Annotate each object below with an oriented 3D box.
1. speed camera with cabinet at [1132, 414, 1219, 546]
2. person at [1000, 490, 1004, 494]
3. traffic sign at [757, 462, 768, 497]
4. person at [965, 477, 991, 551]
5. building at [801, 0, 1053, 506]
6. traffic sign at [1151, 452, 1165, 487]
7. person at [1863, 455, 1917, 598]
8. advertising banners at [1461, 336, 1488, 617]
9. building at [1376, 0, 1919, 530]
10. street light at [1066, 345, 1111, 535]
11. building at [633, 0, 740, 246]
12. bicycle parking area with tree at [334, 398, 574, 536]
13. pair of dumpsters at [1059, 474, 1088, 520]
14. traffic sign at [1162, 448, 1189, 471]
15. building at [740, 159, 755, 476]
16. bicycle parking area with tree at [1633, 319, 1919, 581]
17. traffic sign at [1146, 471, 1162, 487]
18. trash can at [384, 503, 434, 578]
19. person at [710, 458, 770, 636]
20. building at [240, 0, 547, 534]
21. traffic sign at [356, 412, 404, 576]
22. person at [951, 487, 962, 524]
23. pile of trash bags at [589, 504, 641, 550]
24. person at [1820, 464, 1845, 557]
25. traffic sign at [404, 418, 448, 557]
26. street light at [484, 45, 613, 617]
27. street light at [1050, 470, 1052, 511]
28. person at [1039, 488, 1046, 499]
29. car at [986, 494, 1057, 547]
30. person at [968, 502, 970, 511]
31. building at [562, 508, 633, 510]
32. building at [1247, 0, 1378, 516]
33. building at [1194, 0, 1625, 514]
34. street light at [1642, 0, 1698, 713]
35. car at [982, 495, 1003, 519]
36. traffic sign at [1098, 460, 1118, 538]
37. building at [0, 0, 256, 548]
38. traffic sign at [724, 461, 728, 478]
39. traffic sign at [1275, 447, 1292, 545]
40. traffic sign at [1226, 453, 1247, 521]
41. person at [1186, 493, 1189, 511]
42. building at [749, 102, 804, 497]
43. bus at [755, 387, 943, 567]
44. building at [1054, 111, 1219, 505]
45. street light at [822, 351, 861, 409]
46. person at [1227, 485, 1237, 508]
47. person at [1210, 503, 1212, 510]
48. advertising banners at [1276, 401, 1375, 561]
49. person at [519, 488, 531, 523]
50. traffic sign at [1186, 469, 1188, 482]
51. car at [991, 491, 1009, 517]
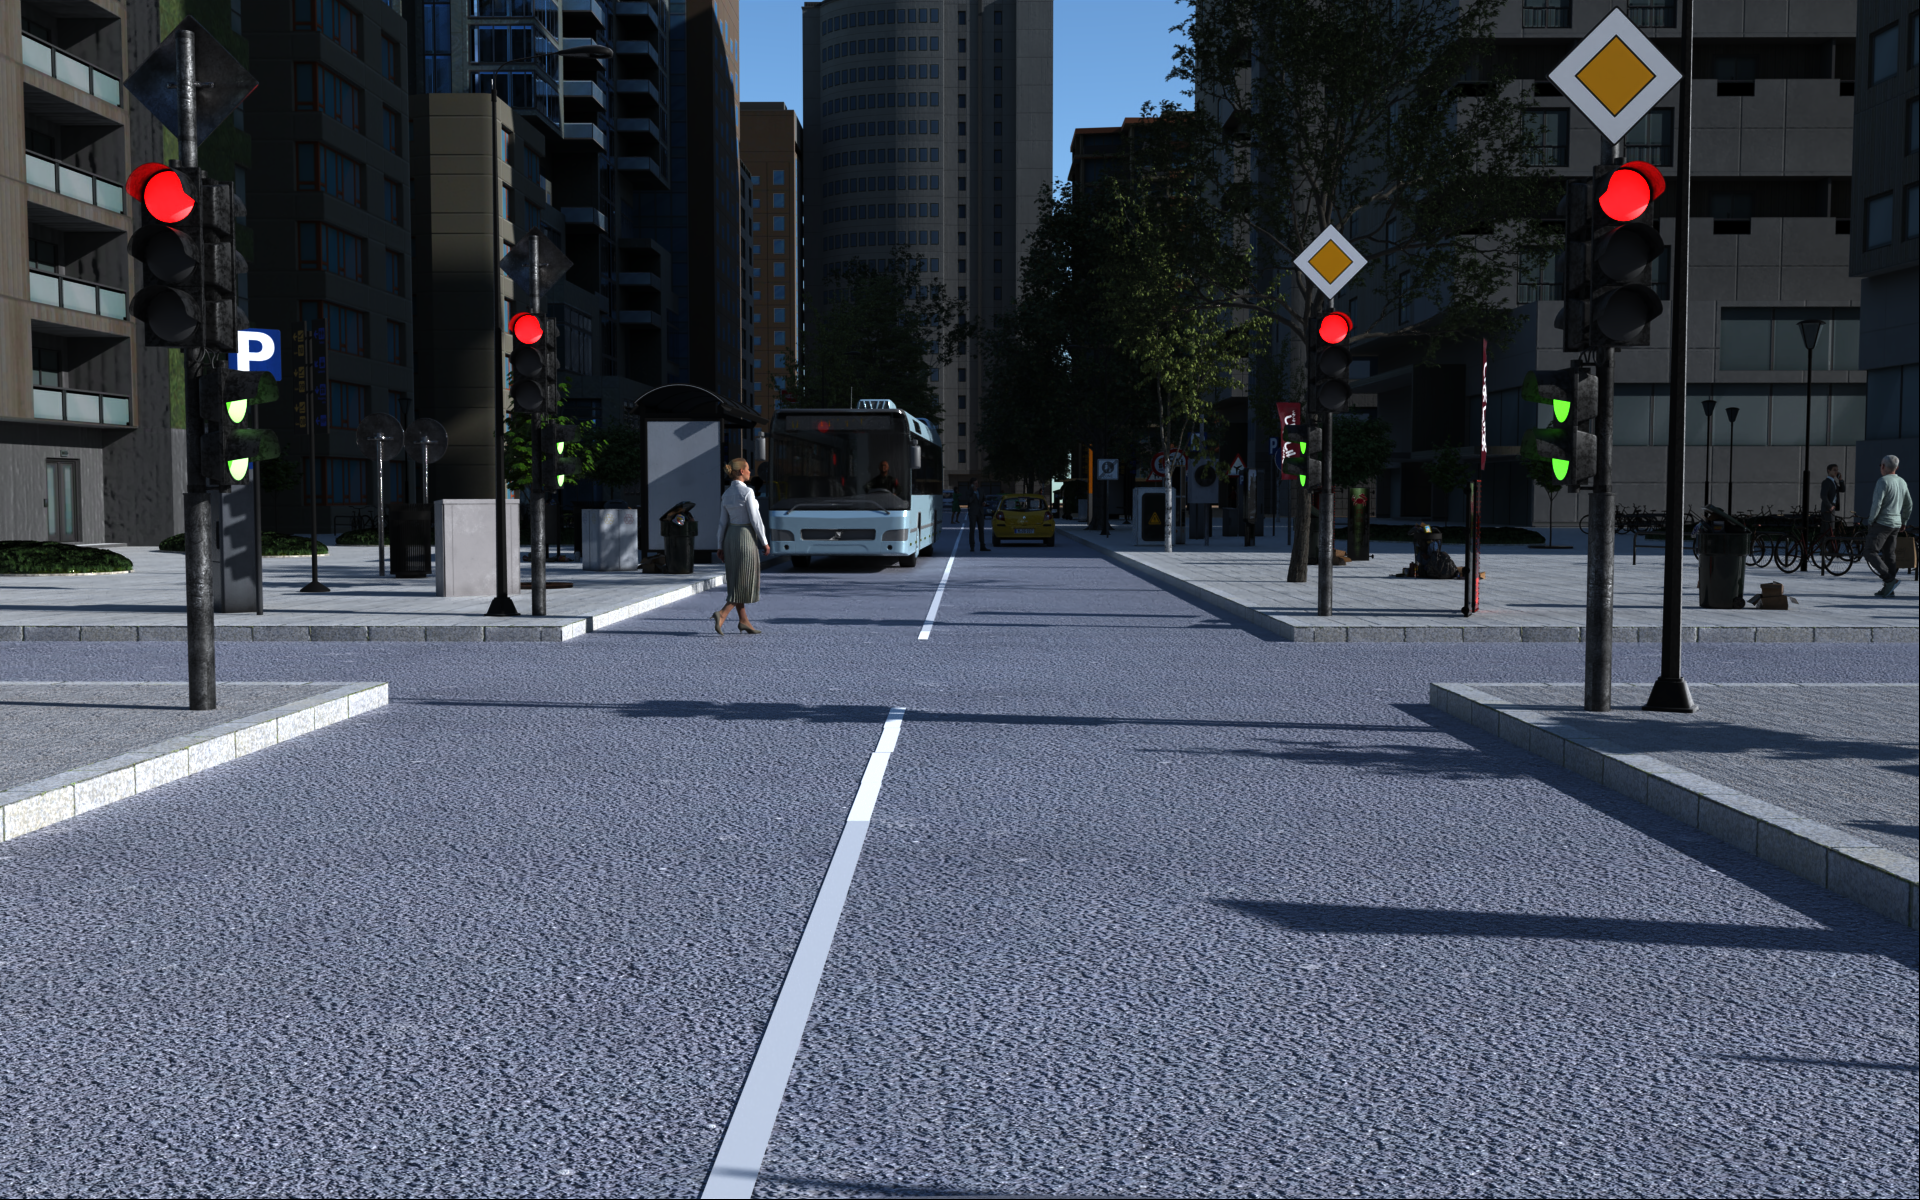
[{"bbox_3d":[5.321,-2.962,42.757,2.038,3.252,0.660,0,4,-4],"label":"speed camera with cabinet"},{"bbox_3d":[3.326,-7.442,130.889,0.721,1.743,1.217,1,4,19],"label":"person"},{"bbox_3d":[-7.563,-4.142,67.830,0.768,2.556,0.104,0,4,6],"label":"traffic sign"},{"bbox_3d":[0.468,-2.141,43.305,0.655,1.846,0.447,-2,4,-31],"label":"person"},{"bbox_3d":[-3.732,-40.320,201.230,28.212,58.520,21.231,0,4,0],"label":"building"},{"bbox_3d":[6.088,-3.166,51.865,0.768,2.556,0.104,0,4,2],"label":"traffic sign"},{"bbox_3d":[11.667,-0.924,21.630,0.782,1.767,0.515,-2,4,-29],"label":"person"},{"bbox_3d":[5.609,-1.383,18.800,0.090,3.025,2.074,1,4,22],"label":"advertising banners"},{"bbox_3d":[33.166,-29.927,78.542,28.713,52.752,27.495,0,4,0],"label":"building"},{"bbox_3d":[4.011,-4.990,54.127,1.470,5.913,1.316,0,4,0],"label":"street light"},{"bbox_3d":[-24.492,-29.434,131.358,14.600,45.320,14.200,0,4,0],"label":"building"},{"bbox_3d":[-14.748,-4.077,53.662,8.231,4.147,9.016,-2,4,-30],"label":"bicycle parking area with tree"},{"bbox_3d":[5.869,-5.181,87.198,1.574,2.255,4.437,0,4,1],"label":"pair of dumpsters"},{"bbox_3d":[5.980,-2.933,48.067,0.768,2.556,0.104,0,4,2],"label":"traffic sign"},{"bbox_3d":[-25.026,-23.030,148.242,14.107,30.474,14.160,0,4,0],"label":"building"},{"bbox_3d":[16.484,-2.587,29.299,8.231,4.147,9.016,0,4,-5],"label":"bicycle parking area with tree"},{"bbox_3d":[8.355,-4.517,73.851,0.884,2.594,0.081,0,4,2],"label":"traffic sign"},{"bbox_3d":[-8.411,-0.908,26.500,0.748,1.137,0.748,0,3,0],"label":"trash can"},{"bbox_3d":[-2.266,-0.540,17.550,0.641,1.798,0.478,-3,4,-38],"label":"person"},{"bbox_3d":[-33.946,-13.736,69.617,27.650,21.520,28.899,0,4,0],"label":"building"},{"bbox_3d":[-9.063,-1.650,27.080,0.768,2.556,0.104,0,4,3],"label":"traffic sign"},{"bbox_3d":[-0.219,-4.620,84.280,0.529,1.795,0.600,-1,4,-19],"label":"person"},{"bbox_3d":[-7.021,-1.847,39.951,3.447,1.369,1.912,0,4,-8],"label":"pile of trash bags"},{"bbox_3d":[18.075,-1.863,35.867,0.474,1.900,0.648,2,4,28],"label":"person"},{"bbox_3d":[-8.955,-1.769,29.030,0.768,2.556,0.104,0,4,5],"label":"traffic sign"},{"bbox_3d":[-4.288,-2.786,18.084,1.470,5.913,1.316,0,4,0],"label":"street light"},{"bbox_3d":[4.338,-7.360,92.882,1.470,5.913,1.316,0,4,0],"label":"street light"},{"bbox_3d":[6.352,-7.798,134.218,0.721,1.739,1.217,-2,4,-26],"label":"person"},{"bbox_3d":[1.748,-2.344,48.548,2.015,1.641,3.980,0,4,0],"label":"car"},{"bbox_3d":[0.936,-8.045,140.565,0.750,1.759,0.617,3,4,38],"label":"person"},{"bbox_3d":[-29.548,-48.618,107.584,22.319,86.520,31.000,0,4,0],"label":"building"},{"bbox_3d":[29.405,-34.813,111.185,21.231,58.520,28.212,0,4,0],"label":"building"},{"bbox_3d":[34.055,-33.730,140.721,28.713,52.752,27.495,0,4,0],"label":"building"},{"bbox_3d":[3.688,-2.300,10.145,1.470,5.913,1.316,0,4,0],"label":"street light"},{"bbox_3d":[2.050,-5.359,99.625,2.014,1.417,4.499,0,4,0],"label":"car"},{"bbox_3d":[4.322,-2.969,50.675,0.606,2.300,0.079,0,4,1],"label":"traffic sign"},{"bbox_3d":[-26.267,-21.769,39.514,14.154,41.232,14.086,0,4,0],"label":"building"},{"bbox_3d":[-8.841,-3.878,63.512,0.768,2.556,0.104,0,4,1],"label":"traffic sign"},{"bbox_3d":[8.253,-2.644,43.343,0.768,2.556,0.104,0,4,8],"label":"traffic sign"},{"bbox_3d":[8.833,-3.369,55.081,0.884,2.594,0.081,0,4,3],"label":"traffic sign"},{"bbox_3d":[17.851,-7.769,133.875,0.742,1.727,0.445,0,4,-3],"label":"person"},{"bbox_3d":[-25.238,-33.504,197.902,14.200,45.320,14.600,0,4,0],"label":"building"},{"bbox_3d":[-1.965,-2.561,36.737,2.948,3.499,13.247,0,4,2],"label":"bus"},{"bbox_3d":[25.611,-33.418,201.011,28.867,44.769,22.147,0,4,0],"label":"building"},{"bbox_3d":[-3.924,-5.138,56.546,1.470,5.913,1.316,0,4,0],"label":"street light"},{"bbox_3d":[17.154,-6.283,108.728,0.705,1.831,1.348,-1,4,-18],"label":"person"},{"bbox_3d":[17.504,-6.963,121.365,0.415,1.643,0.593,0,4,-5],"label":"person"},{"bbox_3d":[6.960,-2.253,33.031,2.074,3.025,0.090,-1,4,-15],"label":"advertising banners"},{"bbox_3d":[-15.505,-3.371,61.638,0.515,1.767,0.782,-3,5,-43],"label":"person"},{"bbox_3d":[9.253,-4.366,71.492,0.768,2.556,0.104,0,4,5],"label":"traffic sign"},{"bbox_3d":[2.849,-6.046,107.650,1.959,1.807,4.718,0,4,0],"label":"car"}]
